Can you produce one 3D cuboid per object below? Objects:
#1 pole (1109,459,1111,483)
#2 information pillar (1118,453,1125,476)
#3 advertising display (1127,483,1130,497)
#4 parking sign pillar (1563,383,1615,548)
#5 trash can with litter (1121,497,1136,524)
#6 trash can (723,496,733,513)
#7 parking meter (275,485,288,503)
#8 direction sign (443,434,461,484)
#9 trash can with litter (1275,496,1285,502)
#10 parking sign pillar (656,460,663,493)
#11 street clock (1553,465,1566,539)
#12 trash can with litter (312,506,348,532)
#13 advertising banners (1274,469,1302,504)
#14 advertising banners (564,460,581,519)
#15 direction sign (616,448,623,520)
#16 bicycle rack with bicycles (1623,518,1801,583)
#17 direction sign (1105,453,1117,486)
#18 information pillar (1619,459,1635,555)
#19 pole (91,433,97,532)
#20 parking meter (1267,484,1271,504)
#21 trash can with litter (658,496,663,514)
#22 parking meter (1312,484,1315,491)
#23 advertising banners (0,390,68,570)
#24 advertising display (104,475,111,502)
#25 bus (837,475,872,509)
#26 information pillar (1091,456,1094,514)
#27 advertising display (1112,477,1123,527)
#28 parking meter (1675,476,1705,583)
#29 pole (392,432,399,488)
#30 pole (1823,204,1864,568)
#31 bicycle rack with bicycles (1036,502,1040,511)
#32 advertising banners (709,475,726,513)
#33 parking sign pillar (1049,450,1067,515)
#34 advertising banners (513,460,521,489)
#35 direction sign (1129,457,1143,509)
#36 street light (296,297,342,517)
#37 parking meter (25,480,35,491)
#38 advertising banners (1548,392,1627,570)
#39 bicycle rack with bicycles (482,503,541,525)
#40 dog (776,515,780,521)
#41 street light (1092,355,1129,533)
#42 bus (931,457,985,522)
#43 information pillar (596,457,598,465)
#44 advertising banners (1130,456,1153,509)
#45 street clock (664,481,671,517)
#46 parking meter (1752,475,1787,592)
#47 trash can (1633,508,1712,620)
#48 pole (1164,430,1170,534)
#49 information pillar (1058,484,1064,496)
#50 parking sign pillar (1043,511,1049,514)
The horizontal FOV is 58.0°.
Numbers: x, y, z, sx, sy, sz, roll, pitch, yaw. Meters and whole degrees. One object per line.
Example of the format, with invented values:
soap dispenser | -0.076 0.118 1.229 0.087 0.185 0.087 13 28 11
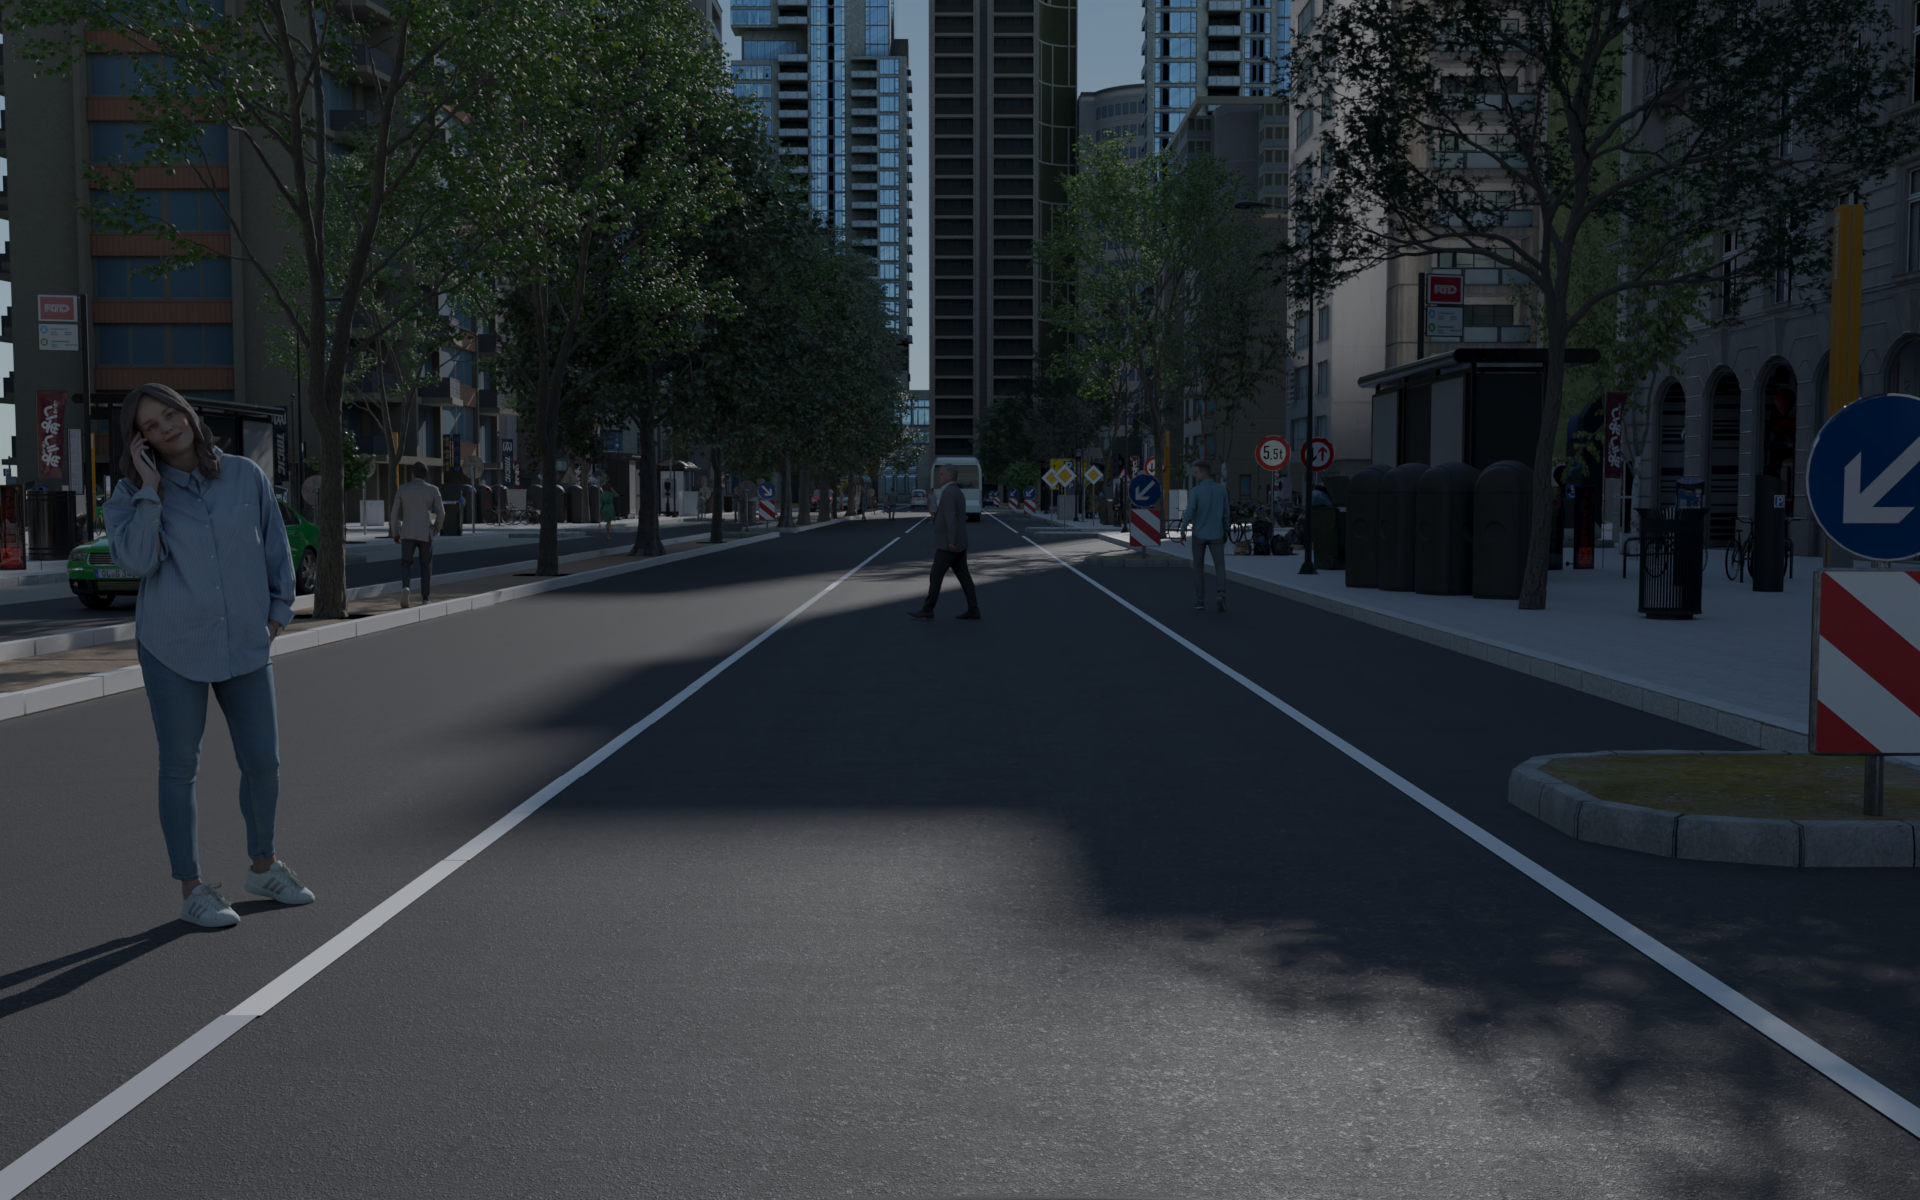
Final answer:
pole | 8.625 -6.453 99.346 0.158 3.312 0.155 0 3 0
information pillar | 9.179 -6.536 98.224 0.504 3.616 0.183 3 4 36
advertising display | 8.680 -5.298 91.841 0.974 1.923 0.123 3 4 38
parking sign pillar | 15.040 -3.256 41.708 1.447 3.967 1.447 3 5 41
trash can with litter | 7.062 -3.872 74.693 1.055 1.170 0.624 -3 5 -43
trash can | -16.037 -6.618 119.864 0.748 1.137 0.748 0 3 0
parking meter | -19.581 -2.542 49.968 0.372 1.533 0.369 0 3 0
direction sign | -19.177 -4.489 65.395 0.876 3.537 0.379 2 4 29
trash can with litter | 17.356 -4.970 92.639 1.055 1.170 0.624 3 5 40
parking sign pillar | -22.896 -8.738 131.332 1.447 3.967 1.447 1 4 19
street clock | 15.148 -2.381 43.503 0.471 2.002 0.358 2 4 30
trash can with litter | -21.085 -2.851 58.001 0.624 1.170 1.055 2 4 27
advertising banners | 19.110 -6.376 100.439 2.074 3.025 0.090 1 4 9
advertising banners | -20.011 -5.575 87.335 2.074 3.025 0.090 0 4 -8
direction sign | -16.665 -5.660 84.537 0.379 3.537 0.876 -1 4 -11
bicycle rack with bicycles | 11.559 -0.789 26.284 2.925 0.926 2.852 -3 5 -42
direction sign | 8.448 -6.410 96.795 0.876 3.537 0.379 -3 4 -38
information pillar | 14.103 -1.959 36.523 0.304 2.012 0.304 1 4 9
pole | -29.001 -3.917 57.887 0.158 3.312 0.155 0 3 0
parking meter | 18.628 -6.010 103.981 0.399 1.863 0.255 -1 4 -23
trash can with litter | -19.360 -6.034 109.709 2.233 1.210 1.678 -1 4 -8
parking meter | 8.723 -2.059 42.084 0.372 1.533 0.369 0 3 0
advertising banners | -16.059 -2.017 29.173 2.074 3.025 0.090 0 4 -4
advertising display | -28.189 -3.239 58.169 0.974 1.923 0.123 -3 4 -38
bus | -10.028 -10.363 164.293 2.948 3.499 13.247 0 4 0
information pillar | 8.173 -7.084 107.174 0.183 3.616 0.504 0 4 -7
advertising display | 6.153 -3.813 67.558 0.123 1.923 0.974 -1 4 -13
parking meter | 10.167 -0.962 24.148 0.372 1.533 0.369 0 3 0
pole | -18.681 -3.885 57.357 0.158 3.312 0.155 0 3 0
pole | 6.285 -1.132 12.345 0.158 3.312 0.155 0 3 0
bicycle rack with bicycles | 7.073 -7.382 134.073 2.925 0.926 2.852 2 4 25
advertising banners | -16.832 -7.429 117.656 2.074 3.025 0.090 0 4 1
parking sign pillar | 6.588 -7.235 106.768 1.447 3.967 1.447 2 4 29
advertising banners | -22.613 -5.773 90.577 0.090 3.025 2.074 2 4 30
direction sign | 10.687 -6.936 105.404 0.876 3.537 0.379 -1 4 -11
street light | -15.071 -4.183 40.939 1.470 5.913 1.316 0 3 0
parking meter | -39.520 -4.152 73.600 0.399 1.863 0.255 -2 4 -30
advertising banners | 10.620 -2.035 29.466 2.074 3.025 0.090 -2 4 -29
bicycle rack with bicycles | -18.367 -3.614 72.470 2.925 0.926 2.852 -1 4 -10
dog | -8.975 -4.141 86.996 0.540 0.507 0.406 -3 4 -36
street light | 4.962 -5.192 57.430 1.470 5.913 1.316 0 3 0
bus | -0.107 -6.039 93.605 2.948 3.499 13.247 0 4 1
information pillar | -22.718 -7.114 107.663 0.504 3.616 0.183 -1 4 -19
advertising banners | 8.639 -5.079 79.229 2.074 3.025 0.090 -2 4 -26
street clock | -16.495 -5.698 97.729 0.358 2.002 0.471 -2 4 -29
parking meter | 10.644 -0.878 22.773 0.372 1.533 0.369 0 3 0
trash can | 7.312 -0.377 17.814 0.748 1.137 0.748 0 3 0
pole | 6.616 -3.765 55.395 0.158 3.312 0.155 0 3 0
information pillar | 5.503 -5.423 93.157 0.304 2.012 0.304 -2 4 -35
parking sign pillar | 6.231 -7.720 114.691 1.447 3.967 1.447 0 4 -6
